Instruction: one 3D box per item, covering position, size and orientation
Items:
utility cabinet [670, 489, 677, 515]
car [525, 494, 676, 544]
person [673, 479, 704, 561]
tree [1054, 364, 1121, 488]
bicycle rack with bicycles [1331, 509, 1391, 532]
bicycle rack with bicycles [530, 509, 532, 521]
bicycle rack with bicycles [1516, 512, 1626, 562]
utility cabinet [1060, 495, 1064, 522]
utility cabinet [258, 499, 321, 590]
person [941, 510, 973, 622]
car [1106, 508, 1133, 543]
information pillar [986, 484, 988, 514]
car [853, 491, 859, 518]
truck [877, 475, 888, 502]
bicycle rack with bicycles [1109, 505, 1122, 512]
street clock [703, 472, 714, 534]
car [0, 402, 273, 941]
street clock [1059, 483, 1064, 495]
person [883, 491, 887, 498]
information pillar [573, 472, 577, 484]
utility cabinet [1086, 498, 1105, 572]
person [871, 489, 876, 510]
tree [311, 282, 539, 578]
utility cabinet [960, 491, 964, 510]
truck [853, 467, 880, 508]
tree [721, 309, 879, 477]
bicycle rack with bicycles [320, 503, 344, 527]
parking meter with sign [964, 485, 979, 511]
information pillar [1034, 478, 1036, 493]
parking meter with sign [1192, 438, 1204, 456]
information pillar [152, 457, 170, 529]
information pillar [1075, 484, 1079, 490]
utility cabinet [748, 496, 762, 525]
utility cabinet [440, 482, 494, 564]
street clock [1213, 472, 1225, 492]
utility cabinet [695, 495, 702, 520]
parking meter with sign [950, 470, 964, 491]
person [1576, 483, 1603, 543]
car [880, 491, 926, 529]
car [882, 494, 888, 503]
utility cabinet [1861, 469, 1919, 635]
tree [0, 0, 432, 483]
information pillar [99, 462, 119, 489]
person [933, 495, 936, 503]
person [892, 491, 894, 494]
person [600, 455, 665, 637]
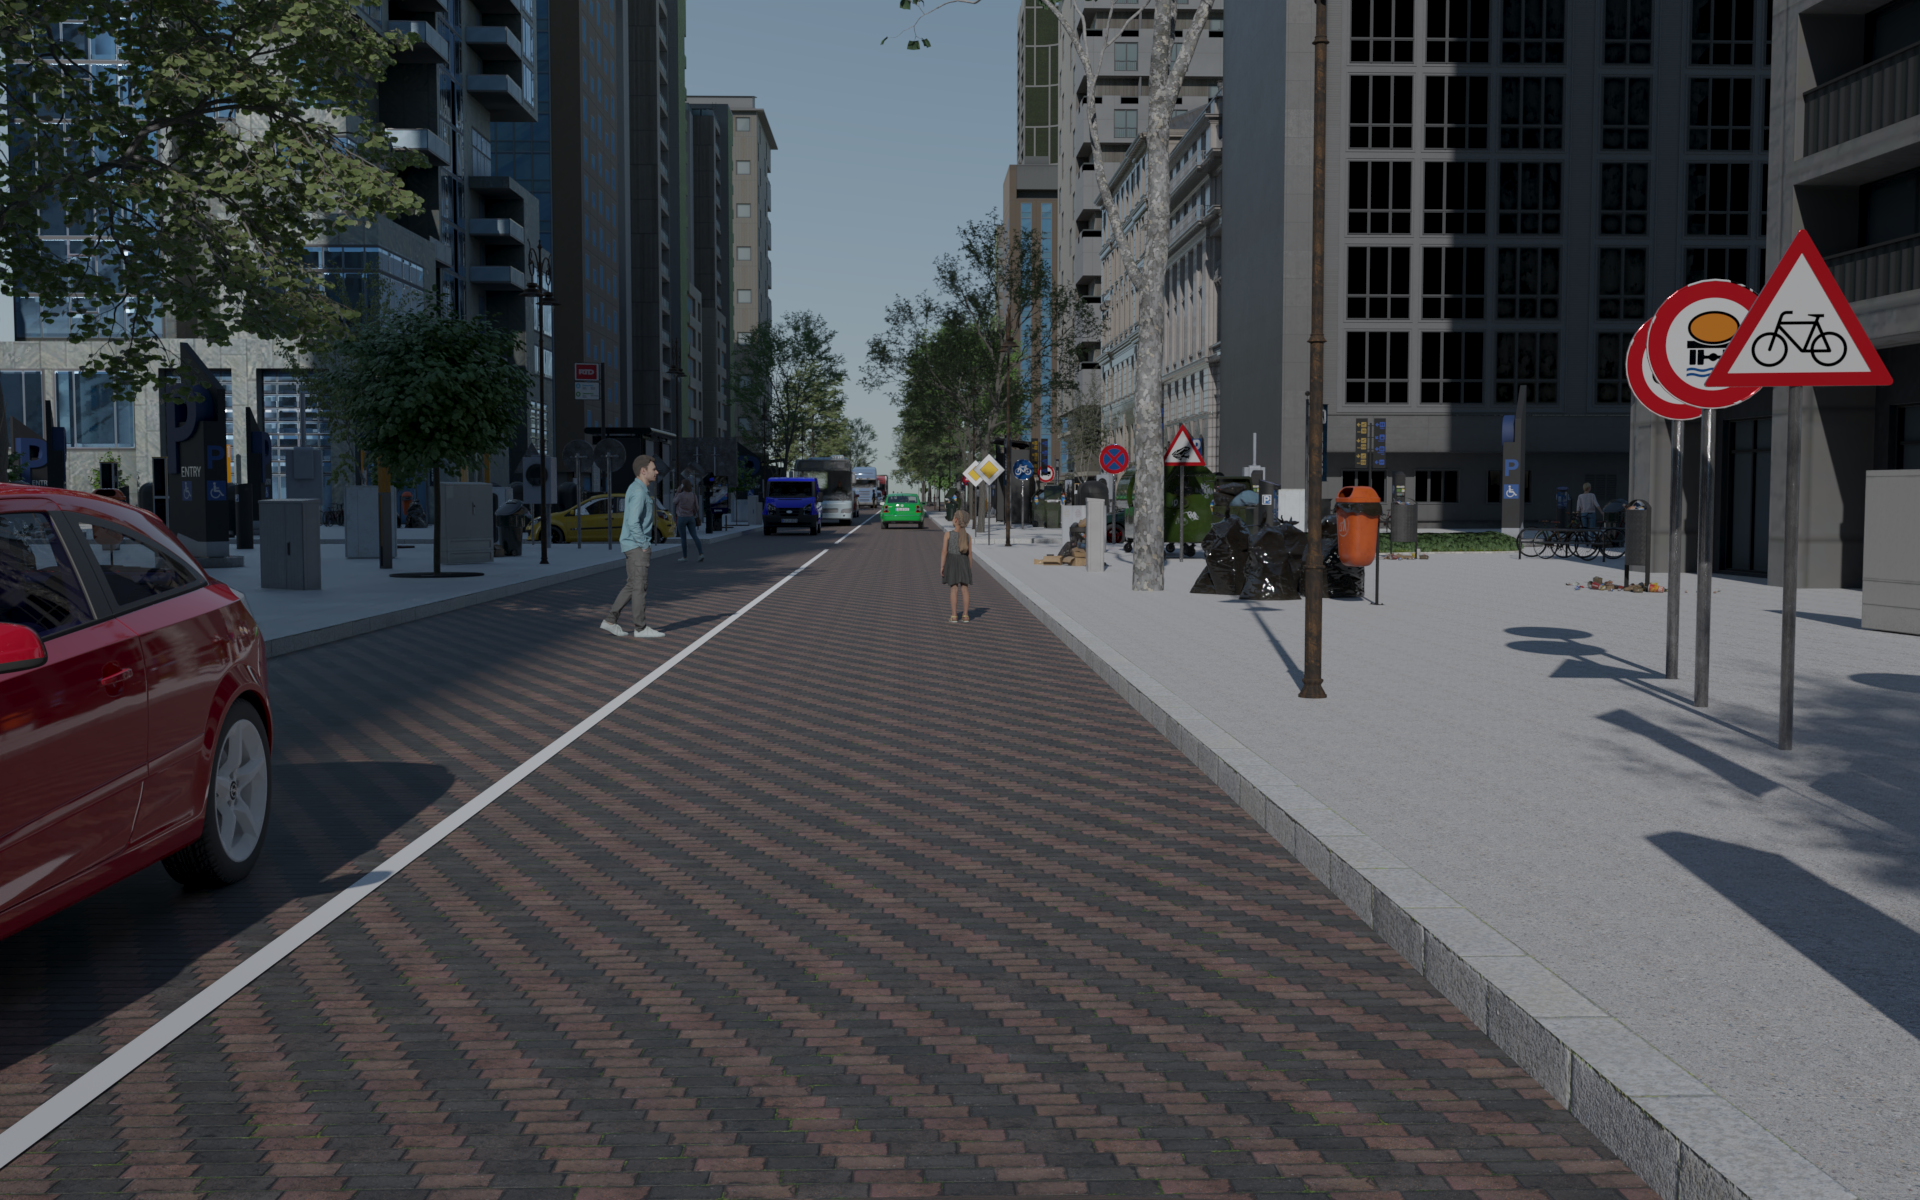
[{"bbox_3d":[-17.377,-5.815,103.753,1.173,1.500,0.318,3,4,37],"label":"utility cabinet"},{"bbox_3d":[-9.719,-2.244,46.910,3.980,1.641,2.015,0,4,-3],"label":"car"},{"bbox_3d":[-5.736,-1.696,36.813,0.593,1.750,0.643,-3,4,-38],"label":"person"},{"bbox_3d":[7.148,-9.103,99.193,4.360,8.622,3.978,0,3,0],"label":"tree"},{"bbox_3d":[13.152,-2.770,58.664,2.852,0.926,2.925,-3,5,-42],"label":"bicycle rack with bicycles"},{"bbox_3d":[-14.910,-2.942,61.484,2.925,0.926,2.852,1,4,10],"label":"bicycle rack with bicycles"},{"bbox_3d":[12.222,-1.267,34.092,2.852,0.926,2.925,-3,5,-40],"label":"bicycle rack with bicycles"},{"bbox_3d":[4.981,-4.207,79.954,1.020,1.237,0.306,-1,4,-22],"label":"utility cabinet"},{"bbox_3d":[-9.071,-0.750,23.431,1.020,1.237,0.306,3,4,36],"label":"utility cabinet"},{"bbox_3d":[-0.038,-0.384,19.445,0.362,1.253,0.373,-1,4,-11],"label":"person"},{"bbox_3d":[5.313,-2.267,46.855,4.222,1.686,2.009,0,3,0],"label":"car"},{"bbox_3d":[1.605,-7.043,106.504,0.183,3.616,0.504,1,4,15],"label":"information pillar"},{"bbox_3d":[-7.312,-6.008,106.905,2.281,1.827,5.304,0,4,-1],"label":"car"},{"bbox_3d":[-11.808,-16.053,251.387,2.839,4.237,11.283,0,4,0],"label":"truck"},{"bbox_3d":[7.055,-4.277,83.313,2.925,0.926,2.852,0,4,7],"label":"bicycle rack with bicycles"},{"bbox_3d":[-8.125,-3.148,56.046,0.358,2.002,0.471,1,4,11],"label":"street clock"},{"bbox_3d":[-3.460,0.253,4.903,2.155,1.783,4.494,0,4,-3],"label":"car"},{"bbox_3d":[6.516,-6.575,112.063,0.358,2.002,0.471,-1,4,-21],"label":"street clock"},{"bbox_3d":[-10.112,-13.925,236.132,0.705,1.831,1.348,-3,4,-39],"label":"person"},{"bbox_3d":[-19.836,-5.998,89.421,0.183,3.616,0.504,1,4,14],"label":"information pillar"},{"bbox_3d":[2.272,-1.096,29.075,0.306,1.237,1.020,0,4,3],"label":"utility cabinet"},{"bbox_3d":[-8.047,-9.349,160.986,0.705,1.869,1.348,-1,4,-9],"label":"person"},{"bbox_3d":[-8.268,-2.646,26.979,4.285,4.588,4.351,0,3,0],"label":"tree"},{"bbox_3d":[0.000,-6.256,110.957,0.318,1.500,1.173,1,4,15],"label":"utility cabinet"},{"bbox_3d":[-9.753,-11.538,178.401,2.967,4.110,18.799,0,4,-3],"label":"truck"},{"bbox_3d":[-9.719,-10.459,96.758,9.928,11.665,9.643,0,3,0],"label":"tree"},{"bbox_3d":[-25.319,-3.410,69.143,2.852,0.926,2.925,1,4,16],"label":"bicycle rack with bicycles"},{"bbox_3d":[1.301,-7.008,110.848,1.738,3.016,0.543,1,4,11],"label":"parking meter with sign"},{"bbox_3d":[3.238,-4.455,77.332,0.304,2.012,0.304,0,4,5],"label":"information pillar"},{"bbox_3d":[6.716,-3.531,53.989,1.738,3.016,0.543,-2,4,-27],"label":"parking meter with sign"},{"bbox_3d":[-15.730,-1.820,34.244,0.304,2.012,0.304,0,4,5],"label":"information pillar"},{"bbox_3d":[8.180,-7.099,120.567,0.304,2.012,0.304,2,4,26],"label":"information pillar"},{"bbox_3d":[-8.608,-3.764,72.698,0.306,1.237,1.020,-2,4,-27],"label":"utility cabinet"},{"bbox_3d":[-9.103,-1.417,31.840,0.318,1.500,1.173,2,4,29],"label":"utility cabinet"},{"bbox_3d":[8.431,-3.193,56.768,0.471,2.002,0.358,-1,4,-23],"label":"street clock"},{"bbox_3d":[-12.907,-4.550,85.548,0.306,1.237,1.020,-1,4,-16],"label":"utility cabinet"},{"bbox_3d":[0.099,-7.972,126.596,1.738,3.016,0.543,0,4,6],"label":"parking meter with sign"},{"bbox_3d":[17.149,-2.317,47.059,0.731,1.740,0.598,1,4,16],"label":"person"},{"bbox_3d":[-2.377,-3.868,72.038,1.959,1.807,4.718,0,4,-1],"label":"car"},{"bbox_3d":[-5.537,-8.272,145.036,2.009,1.686,4.222,0,4,-2],"label":"car"},{"bbox_3d":[8.741,-0.433,15.762,0.318,1.500,1.173,0,4,-7],"label":"utility cabinet"},{"bbox_3d":[-8.099,-5.816,13.213,7.486,12.596,7.792,0,3,0],"label":"tree"},{"bbox_3d":[-19.355,-2.137,39.435,0.304,2.012,0.304,0,4,-7],"label":"information pillar"},{"bbox_3d":[-3.128,-11.968,207.399,0.599,1.433,0.991,2,4,35],"label":"person"},{"bbox_3d":[-8.576,-13.159,223.628,0.705,1.826,1.348,-1,4,-21],"label":"person"},{"bbox_3d":[-3.298,-0.543,17.391,0.620,1.820,0.660,-1,4,-19],"label":"person"}]
